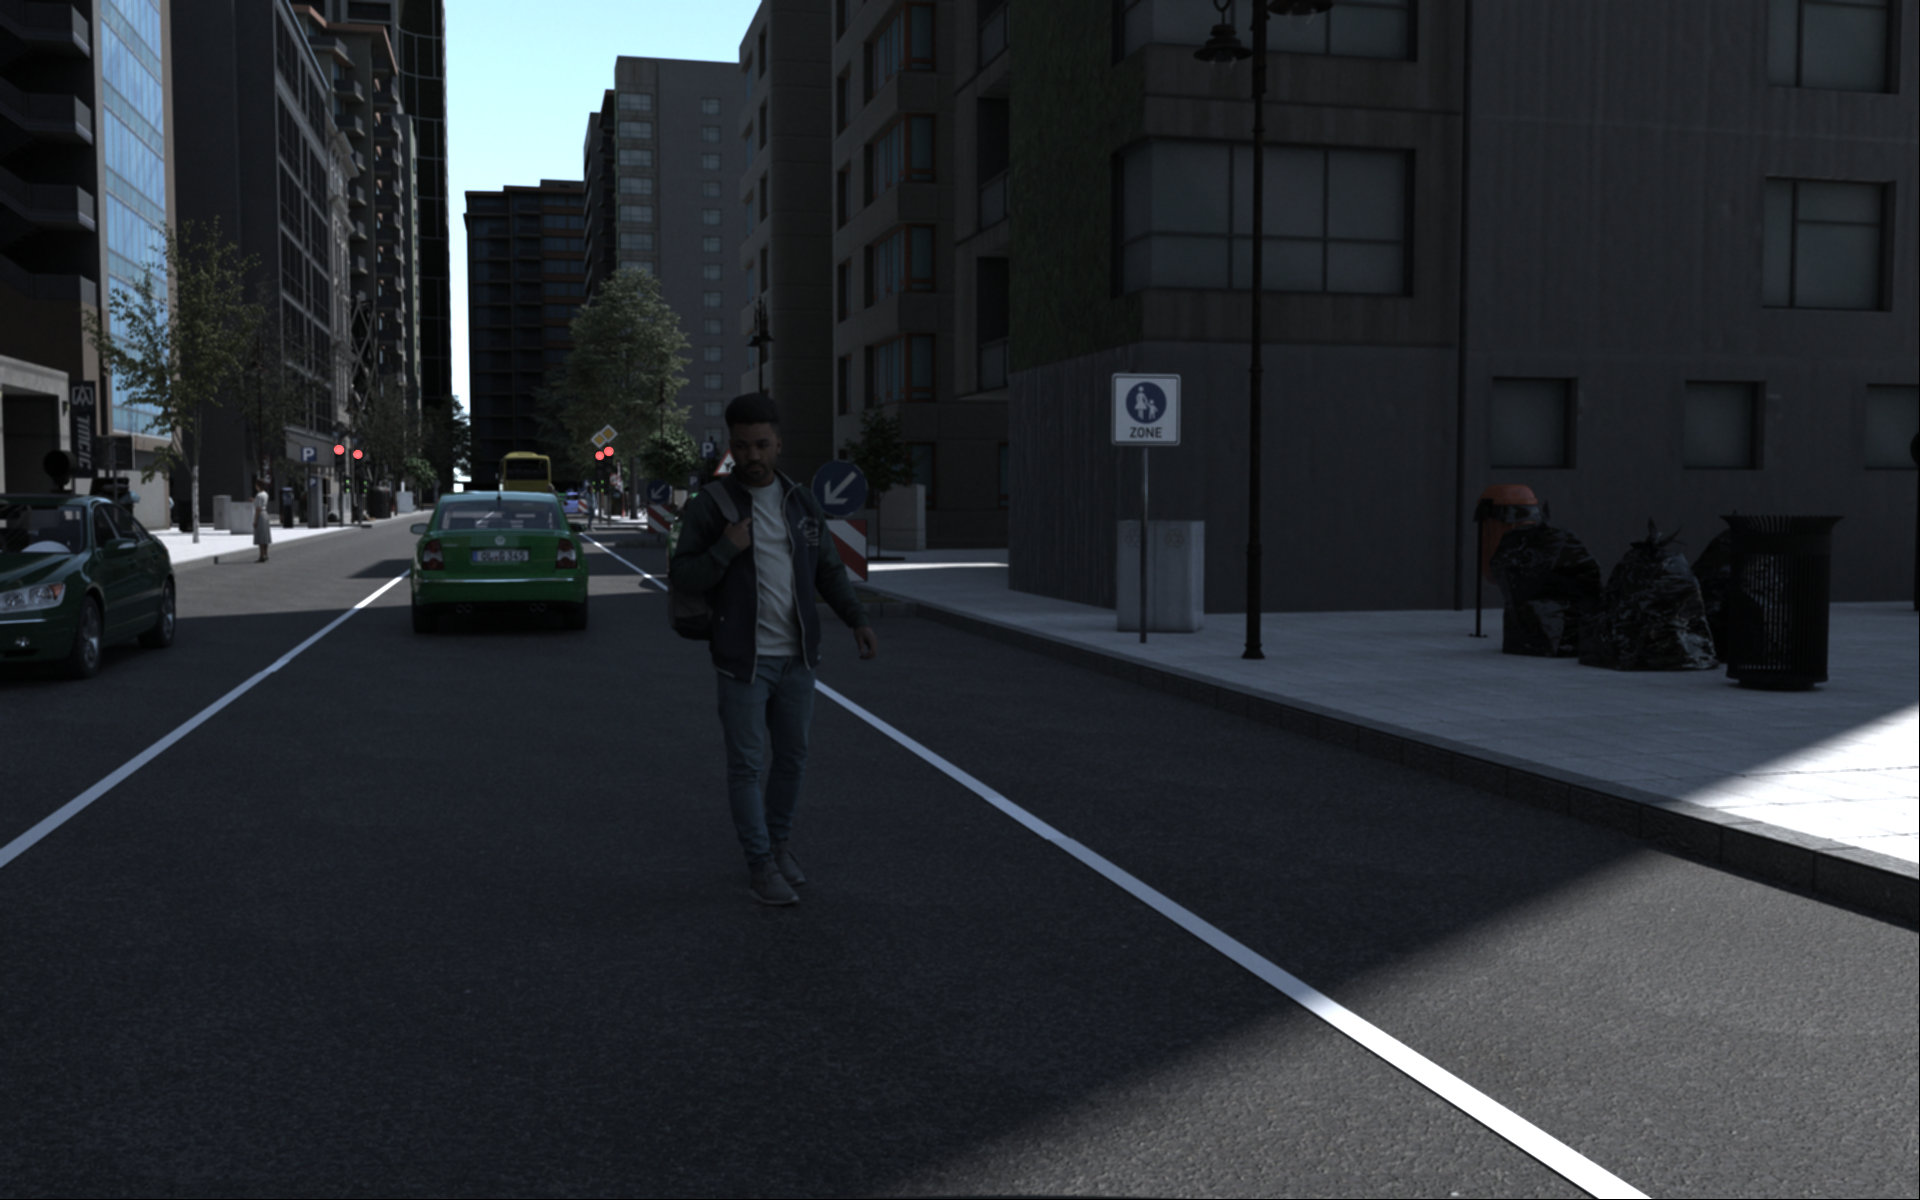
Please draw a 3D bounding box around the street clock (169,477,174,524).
[{"bbox_3d":[-33.673,-4.235,73.809,0.358,2.002,0.471,-3,5,-41],"label":"street clock"}]

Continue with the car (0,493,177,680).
[{"bbox_3d":[-7.962,-0.175,14.656,2.131,1.459,4.920,-1,4,-13],"label":"car"}]

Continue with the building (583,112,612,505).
[{"bbox_3d":[-34.678,-36.011,212.480,21.300,48.544,21.600,-1,4,-14],"label":"building"}]

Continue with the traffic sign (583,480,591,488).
[{"bbox_3d":[-31.815,-9.049,148.061,0.768,2.556,0.104,-1,4,-10],"label":"traffic sign"}]

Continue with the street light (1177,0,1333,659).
[{"bbox_3d":[2.289,-2.481,13.344,0.468,5.910,1.993,-1,4,-14],"label":"street light"}]

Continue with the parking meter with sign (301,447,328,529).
[{"bbox_3d":[-24.140,-4.196,64.865,0.543,3.016,1.738,0,4,-6],"label":"parking meter with sign"}]

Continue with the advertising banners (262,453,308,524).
[{"bbox_3d":[-29.148,-4.814,74.893,2.074,3.025,0.090,-1,4,-20],"label":"advertising banners"}]

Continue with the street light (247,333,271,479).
[{"bbox_3d":[-20.111,-4.711,49.810,0.468,5.910,1.993,-1,4,-14],"label":"street light"}]

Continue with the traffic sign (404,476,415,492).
[{"bbox_3d":[-39.161,-7.532,123.259,0.768,2.556,0.104,0,4,-6],"label":"traffic sign"}]

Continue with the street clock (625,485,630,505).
[{"bbox_3d":[-25.874,-7.960,134.709,0.471,2.002,0.358,3,4,38],"label":"street clock"}]

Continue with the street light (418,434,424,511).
[{"bbox_3d":[-40.435,-9.619,130.061,0.468,5.910,1.993,-1,4,-14],"label":"street light"}]

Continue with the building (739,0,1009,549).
[{"bbox_3d":[8.423,-12.947,56.731,27.650,21.520,28.899,-1,4,-14],"label":"building"}]

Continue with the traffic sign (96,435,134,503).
[{"bbox_3d":[-14.727,-1.718,30.213,0.606,2.300,0.079,0,4,-8],"label":"traffic sign"}]

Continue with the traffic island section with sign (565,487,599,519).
[{"bbox_3d":[-22.108,-5.654,101.073,1.989,1.847,2.006,-1,4,-14],"label":"traffic island section with sign"}]

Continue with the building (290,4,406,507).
[{"bbox_3d":[-62.869,-30.768,157.682,22.147,44.769,28.867,-1,4,-14],"label":"building"}]

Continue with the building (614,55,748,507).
[{"bbox_3d":[-26.005,-29.554,166.798,14.154,41.232,14.086,-1,4,-14],"label":"building"}]

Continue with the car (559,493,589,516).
[{"bbox_3d":[-23.503,-5.891,105.905,1.945,1.707,3.694,-1,4,-15],"label":"car"}]

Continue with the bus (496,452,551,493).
[{"bbox_3d":[-25.451,-6.691,100.951,2.896,3.916,12.252,-1,4,-16],"label":"bus"}]

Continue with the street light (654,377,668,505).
[{"bbox_3d":[-11.818,-5.865,68.681,0.468,5.910,1.993,-1,4,-14],"label":"street light"}]

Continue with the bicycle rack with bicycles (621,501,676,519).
[{"bbox_3d":[-16.505,-4.736,90.810,2.852,0.926,2.925,-2,4,-32],"label":"bicycle rack with bicycles"}]

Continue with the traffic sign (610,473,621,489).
[{"bbox_3d":[-20.910,-6.415,104.994,0.768,2.556,0.104,0,4,-7],"label":"traffic sign"}]

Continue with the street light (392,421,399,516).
[{"bbox_3d":[-33.514,-7.948,102.735,0.468,5.910,1.993,-1,4,-14],"label":"street light"}]

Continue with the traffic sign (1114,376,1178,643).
[{"bbox_3d":[1.577,-0.778,14.842,0.606,2.300,0.079,-1,4,-12],"label":"traffic sign"}]

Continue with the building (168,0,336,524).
[{"bbox_3d":[-39.639,-17.852,85.390,14.314,27.812,24.014,-1,4,-14],"label":"building"}]

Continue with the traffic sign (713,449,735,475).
[{"bbox_3d":[-6.600,-3.027,49.495,0.884,2.594,0.081,-1,4,-10],"label":"traffic sign"}]

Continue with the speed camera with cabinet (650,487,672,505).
[{"bbox_3d":[-21.868,-8.092,126.643,0.660,3.252,2.038,-3,5,-44],"label":"speed camera with cabinet"}]

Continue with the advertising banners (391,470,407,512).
[{"bbox_3d":[-41.304,-7.950,126.177,2.074,3.025,0.090,0,4,-1],"label":"advertising banners"}]

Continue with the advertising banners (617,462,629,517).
[{"bbox_3d":[-18.667,-6.101,95.933,0.090,3.025,2.074,0,4,6],"label":"advertising banners"}]

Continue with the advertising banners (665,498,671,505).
[{"bbox_3d":[-24.209,-9.082,144.681,2.074,3.025,0.090,2,4,34],"label":"advertising banners"}]

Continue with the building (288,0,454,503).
[{"bbox_3d":[-80.677,-48.823,236.500,20.611,71.187,20.563,-1,4,-14],"label":"building"}]

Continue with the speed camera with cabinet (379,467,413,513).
[{"bbox_3d":[-37.515,-7.392,115.194,2.038,3.252,0.660,-2,4,-32],"label":"speed camera with cabinet"}]

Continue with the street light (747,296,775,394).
[{"bbox_3d":[-4.672,-4.151,40.660,0.468,5.910,1.993,-1,4,-14],"label":"street light"}]

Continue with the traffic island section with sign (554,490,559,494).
[{"bbox_3d":[-28.833,-7.272,127.519,1.989,1.847,2.006,-1,4,-14],"label":"traffic island section with sign"}]

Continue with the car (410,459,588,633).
[{"bbox_3d":[-5.164,-0.650,19.419,1.959,1.807,4.718,-1,4,-15],"label":"car"}]

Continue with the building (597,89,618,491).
[{"bbox_3d":[-27.703,-32.645,188.378,22.147,44.769,28.867,-1,4,-14],"label":"building"}]

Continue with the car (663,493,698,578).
[{"bbox_3d":[-3.813,-1.191,28.268,1.959,1.807,4.718,-1,4,-13],"label":"car"}]

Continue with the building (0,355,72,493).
[{"bbox_3d":[-26.772,-35.955,26.123,20.563,71.187,20.611,-1,4,-14],"label":"building"}]

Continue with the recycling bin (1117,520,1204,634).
[{"bbox_3d":[1.896,-0.231,16.327,0.722,1.027,0.722,1,4,16],"label":"recycling bin"}]

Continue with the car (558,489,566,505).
[{"bbox_3d":[-31.564,-7.851,137.165,1.959,1.807,4.718,-1,4,-14],"label":"car"}]

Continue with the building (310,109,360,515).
[{"bbox_3d":[-45.649,-19.630,108.338,14.401,28.519,23.554,-1,4,-14],"label":"building"}]

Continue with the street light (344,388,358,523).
[{"bbox_3d":[-26.503,-6.278,75.431,0.468,5.910,1.993,-1,4,-14],"label":"street light"}]

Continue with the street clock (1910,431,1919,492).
[{"bbox_3d":[10.302,-0.840,18.302,0.471,2.002,0.358,1,4,18],"label":"street clock"}]

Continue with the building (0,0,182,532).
[{"bbox_3d":[-33.371,-24.649,53.122,14.200,45.320,14.600,-1,4,-14],"label":"building"}]

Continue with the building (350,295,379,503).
[{"bbox_3d":[-52.044,-15.943,128.114,16.820,18.784,16.811,-1,4,-14],"label":"building"}]

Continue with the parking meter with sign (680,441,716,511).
[{"bbox_3d":[-8.589,-3.693,56.635,0.543,3.016,1.738,1,4,18],"label":"parking meter with sign"}]

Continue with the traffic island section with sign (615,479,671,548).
[{"bbox_3d":[-8.354,-2.350,47.057,1.989,1.847,2.006,-1,4,-14],"label":"traffic island section with sign"}]

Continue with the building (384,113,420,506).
[{"bbox_3d":[-64.101,-30.336,179.595,14.154,41.232,14.086,-1,4,-14],"label":"building"}]

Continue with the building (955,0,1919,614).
[{"bbox_3d":[7.034,-20.906,25.404,14.154,41.232,14.086,-1,4,-14],"label":"building"}]

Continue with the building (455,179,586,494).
[{"bbox_3d":[-56.175,-36.036,243.813,28.867,44.769,22.147,-1,4,-14],"label":"building"}]

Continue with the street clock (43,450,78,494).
[{"bbox_3d":[-14.797,-1.466,28.538,0.471,2.002,0.358,0,4,7],"label":"street clock"}]

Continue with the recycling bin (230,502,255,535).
[{"bbox_3d":[-22.699,-2.588,54.865,0.722,1.027,0.722,-1,4,-16],"label":"recycling bin"}]

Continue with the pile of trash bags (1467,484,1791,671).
[{"bbox_3d":[5.221,-0.275,14.241,1.912,1.369,3.447,-1,4,-13],"label":"pile of trash bags"}]

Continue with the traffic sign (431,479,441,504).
[{"bbox_3d":[-44.675,-9.025,147.670,0.768,2.556,0.104,-1,4,-13],"label":"traffic sign"}]

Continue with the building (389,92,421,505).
[{"bbox_3d":[-74.920,-35.417,202.771,21.600,48.544,21.300,-1,4,-14],"label":"building"}]

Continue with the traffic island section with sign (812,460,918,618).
[{"bbox_3d":[-1.687,-0.753,20.936,1.989,1.847,2.006,-1,4,-14],"label":"traffic island section with sign"}]
